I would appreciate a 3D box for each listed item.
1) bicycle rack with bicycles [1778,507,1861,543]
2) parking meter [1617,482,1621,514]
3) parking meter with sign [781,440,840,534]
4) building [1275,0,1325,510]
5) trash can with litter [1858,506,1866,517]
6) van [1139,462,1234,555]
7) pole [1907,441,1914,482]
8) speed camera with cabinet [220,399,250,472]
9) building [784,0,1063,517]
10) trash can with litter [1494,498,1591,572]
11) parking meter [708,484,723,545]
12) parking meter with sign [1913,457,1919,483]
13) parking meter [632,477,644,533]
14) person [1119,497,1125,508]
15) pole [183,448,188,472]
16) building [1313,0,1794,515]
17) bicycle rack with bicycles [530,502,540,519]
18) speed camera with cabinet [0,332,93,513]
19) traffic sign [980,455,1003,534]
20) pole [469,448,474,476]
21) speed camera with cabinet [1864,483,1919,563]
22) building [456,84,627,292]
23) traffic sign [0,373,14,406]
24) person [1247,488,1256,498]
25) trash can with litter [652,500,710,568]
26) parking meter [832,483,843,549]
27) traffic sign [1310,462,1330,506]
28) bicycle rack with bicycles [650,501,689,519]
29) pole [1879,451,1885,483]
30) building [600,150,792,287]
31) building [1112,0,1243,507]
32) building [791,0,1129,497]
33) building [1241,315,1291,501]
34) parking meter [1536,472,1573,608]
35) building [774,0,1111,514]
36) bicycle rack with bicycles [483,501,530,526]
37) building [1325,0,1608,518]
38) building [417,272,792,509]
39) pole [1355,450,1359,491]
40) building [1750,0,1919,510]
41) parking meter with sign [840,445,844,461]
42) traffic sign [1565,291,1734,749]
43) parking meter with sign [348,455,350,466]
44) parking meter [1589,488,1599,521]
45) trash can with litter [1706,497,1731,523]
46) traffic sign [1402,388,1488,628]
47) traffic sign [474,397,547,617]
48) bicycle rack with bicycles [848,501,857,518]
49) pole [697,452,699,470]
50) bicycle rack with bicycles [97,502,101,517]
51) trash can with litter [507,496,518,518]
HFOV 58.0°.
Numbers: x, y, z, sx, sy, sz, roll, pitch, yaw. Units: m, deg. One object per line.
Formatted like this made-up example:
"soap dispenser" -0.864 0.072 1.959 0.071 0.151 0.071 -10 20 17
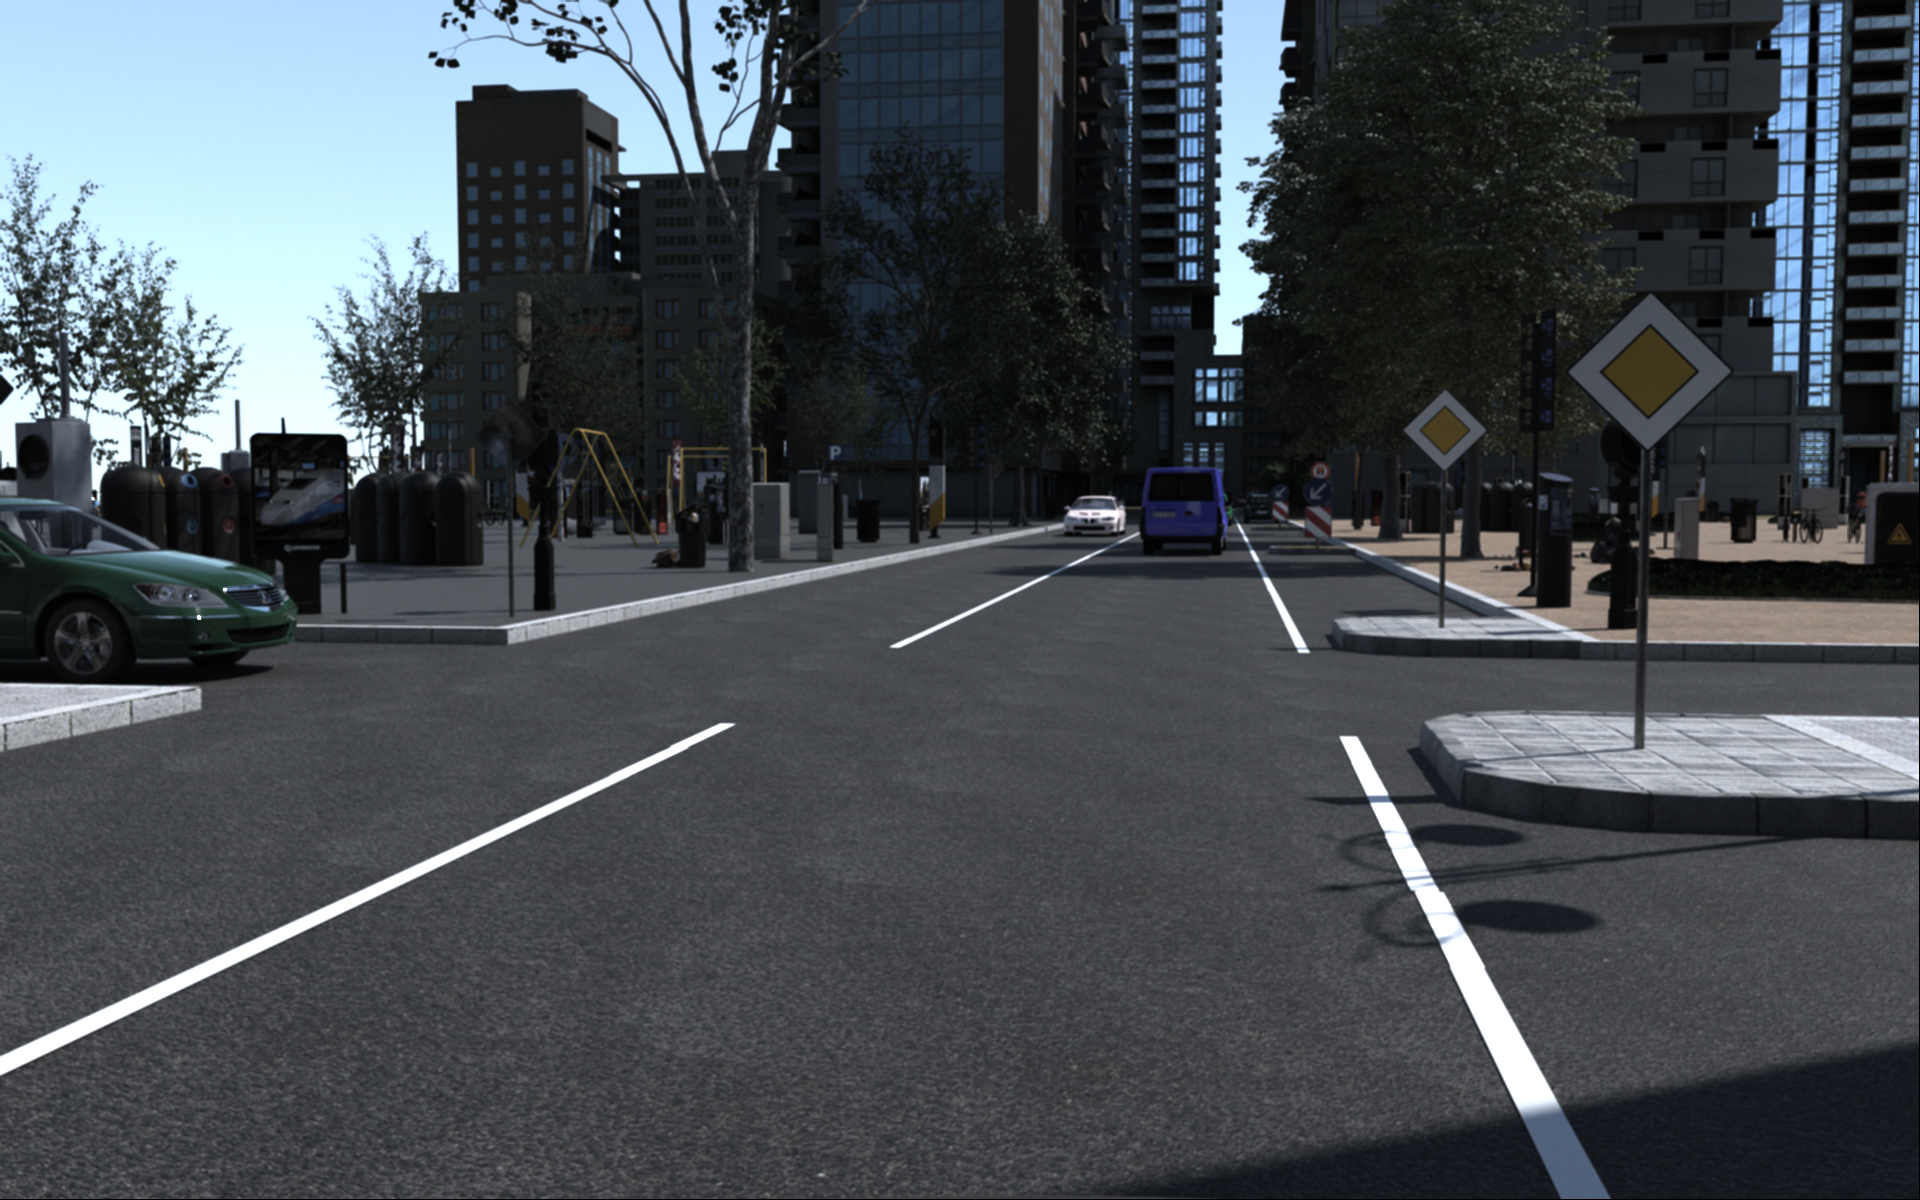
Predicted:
"bicycle rack with bicycles" 23.009 -1.995 45.997 2.852 0.926 2.925 2 4 28
"parking meter" 31.765 -4.744 83.276 0.255 1.863 0.399 1 4 19
"parking meter with sign" -4.848 -3.644 55.835 1.738 3.016 0.543 0 4 1
"building" 38.332 -30.119 147.064 22.147 44.769 28.867 1 4 9
"trash can with litter" 20.261 -1.631 38.054 1.055 1.170 0.624 -3 4 -39
"van" 5.557 -2.332 42.507 2.240 2.365 5.245 1 4 10
"pole" 36.694 -4.469 66.904 0.158 3.312 0.155 0 3 0
"speed camera with cabinet" -14.584 -2.596 36.787 2.038 3.252 0.660 -2 4 -28
"building" -1.554 -27.581 101.068 14.600 45.320 14.200 1 4 9
"trash can with litter" 9.869 -1.111 29.222 1.678 1.210 2.233 3 5 44
"parking meter" -6.221 -2.185 44.137 0.372 1.533 0.369 0 3 0
"parking meter with sign" 44.563 -5.166 80.726 1.738 3.016 0.543 -3 4 -37
"parking meter" -10.652 -3.156 57.318 0.399 1.863 0.255 -1 4 -11
"person" 7.901 -4.425 85.135 0.425 1.301 0.394 -3 4 -36
"pole" -33.907 -5.018 75.893 0.158 3.312 0.155 0 3 0
"building" 38.497 -32.357 118.280 28.713 52.752 27.495 1 4 9
"bicycle rack with bicycles" -22.304 -4.597 88.535 2.852 0.926 2.925 0 4 5
"speed camera with cabinet" -11.652 -1.654 21.383 2.038 3.252 0.660 2 4 26
"traffic sign" 1.006 -3.423 56.074 0.768 2.556 0.104 1 4 11
"pole" -21.537 -5.054 76.471 0.158 3.312 0.155 0 3 0
"speed camera with cabinet" 14.658 -1.924 25.787 2.038 3.252 0.660 2 4 28
"building" -45.968 -33.173 192.489 14.200 45.320 14.600 1 4 9
"traffic sign" -5.865 -0.394 10.089 0.795 2.450 0.064 1 4 9
"person" 16.137 -5.322 96.049 0.750 1.759 0.617 2 4 30
"trash can with litter" -4.908 -1.154 30.260 1.055 1.170 0.624 2 4 24
"parking meter" -2.923 -1.963 40.500 0.372 1.533 0.369 0 3 0
"traffic sign" 14.131 -4.149 67.947 0.768 2.556 0.104 1 4 18
"bicycle rack with bicycles" -15.216 -4.617 88.871 2.852 0.926 2.925 -1 4 -21
"pole" 43.294 -5.351 81.340 0.158 3.312 0.155 0 3 0
"building" -25.553 -30.973 198.295 23.993 40.220 32.217 1 4 9
"building" 14.930 -53.437 186.364 31.000 86.520 22.319 1 4 9
"building" -0.298 -32.899 157.511 30.456 49.044 23.786 1 4 9
"building" 44.996 -20.881 186.442 28.899 21.520 27.650 1 4 9
"parking meter" 6.762 -0.690 19.686 0.372 1.533 0.369 0 3 0
"building" -0.913 -28.640 122.887 22.147 44.769 28.867 1 4 9
"bicycle rack with bicycles" -19.864 -3.534 71.167 2.852 0.926 2.925 2 4 32
"building" 28.081 -25.376 98.499 14.154 41.232 14.086 1 4 9
"building" -30.051 -19.269 160.082 28.899 21.520 27.650 1 4 9
"pole" 18.453 -5.296 80.431 0.158 3.312 0.155 0 3 0
"building" 71.633 -50.941 145.552 31.000 86.520 22.319 1 4 9
"parking meter with sign" -4.662 -3.969 61.162 0.543 3.016 1.738 1 4 16
"traffic sign" 3.420 -0.307 8.665 0.795 2.450 0.064 1 4 9
"parking meter with sign" -27.388 -4.900 76.368 0.543 3.016 1.738 0 4 -4
"parking meter" 25.710 -3.780 70.209 0.372 1.533 0.369 0 3 0
"trash can with litter" 34.150 -4.071 77.940 1.055 1.170 0.624 2 4 27
"traffic sign" 4.618 -0.790 16.560 0.795 2.450 0.064 1 4 9
"traffic sign" -4.667 -0.877 17.984 0.795 2.450 0.064 1 4 9
"bicycle rack with bicycles" -6.234 -4.844 92.583 2.925 0.926 2.852 1 4 12
"pole" -12.674 -5.533 84.309 0.158 3.312 0.155 0 3 0
"bicycle rack with bicycles" -46.988 -4.913 93.711 2.852 0.926 2.925 -3 5 -41
"trash can with litter" -23.730 -4.911 91.688 0.624 1.170 1.055 -3 4 -37
